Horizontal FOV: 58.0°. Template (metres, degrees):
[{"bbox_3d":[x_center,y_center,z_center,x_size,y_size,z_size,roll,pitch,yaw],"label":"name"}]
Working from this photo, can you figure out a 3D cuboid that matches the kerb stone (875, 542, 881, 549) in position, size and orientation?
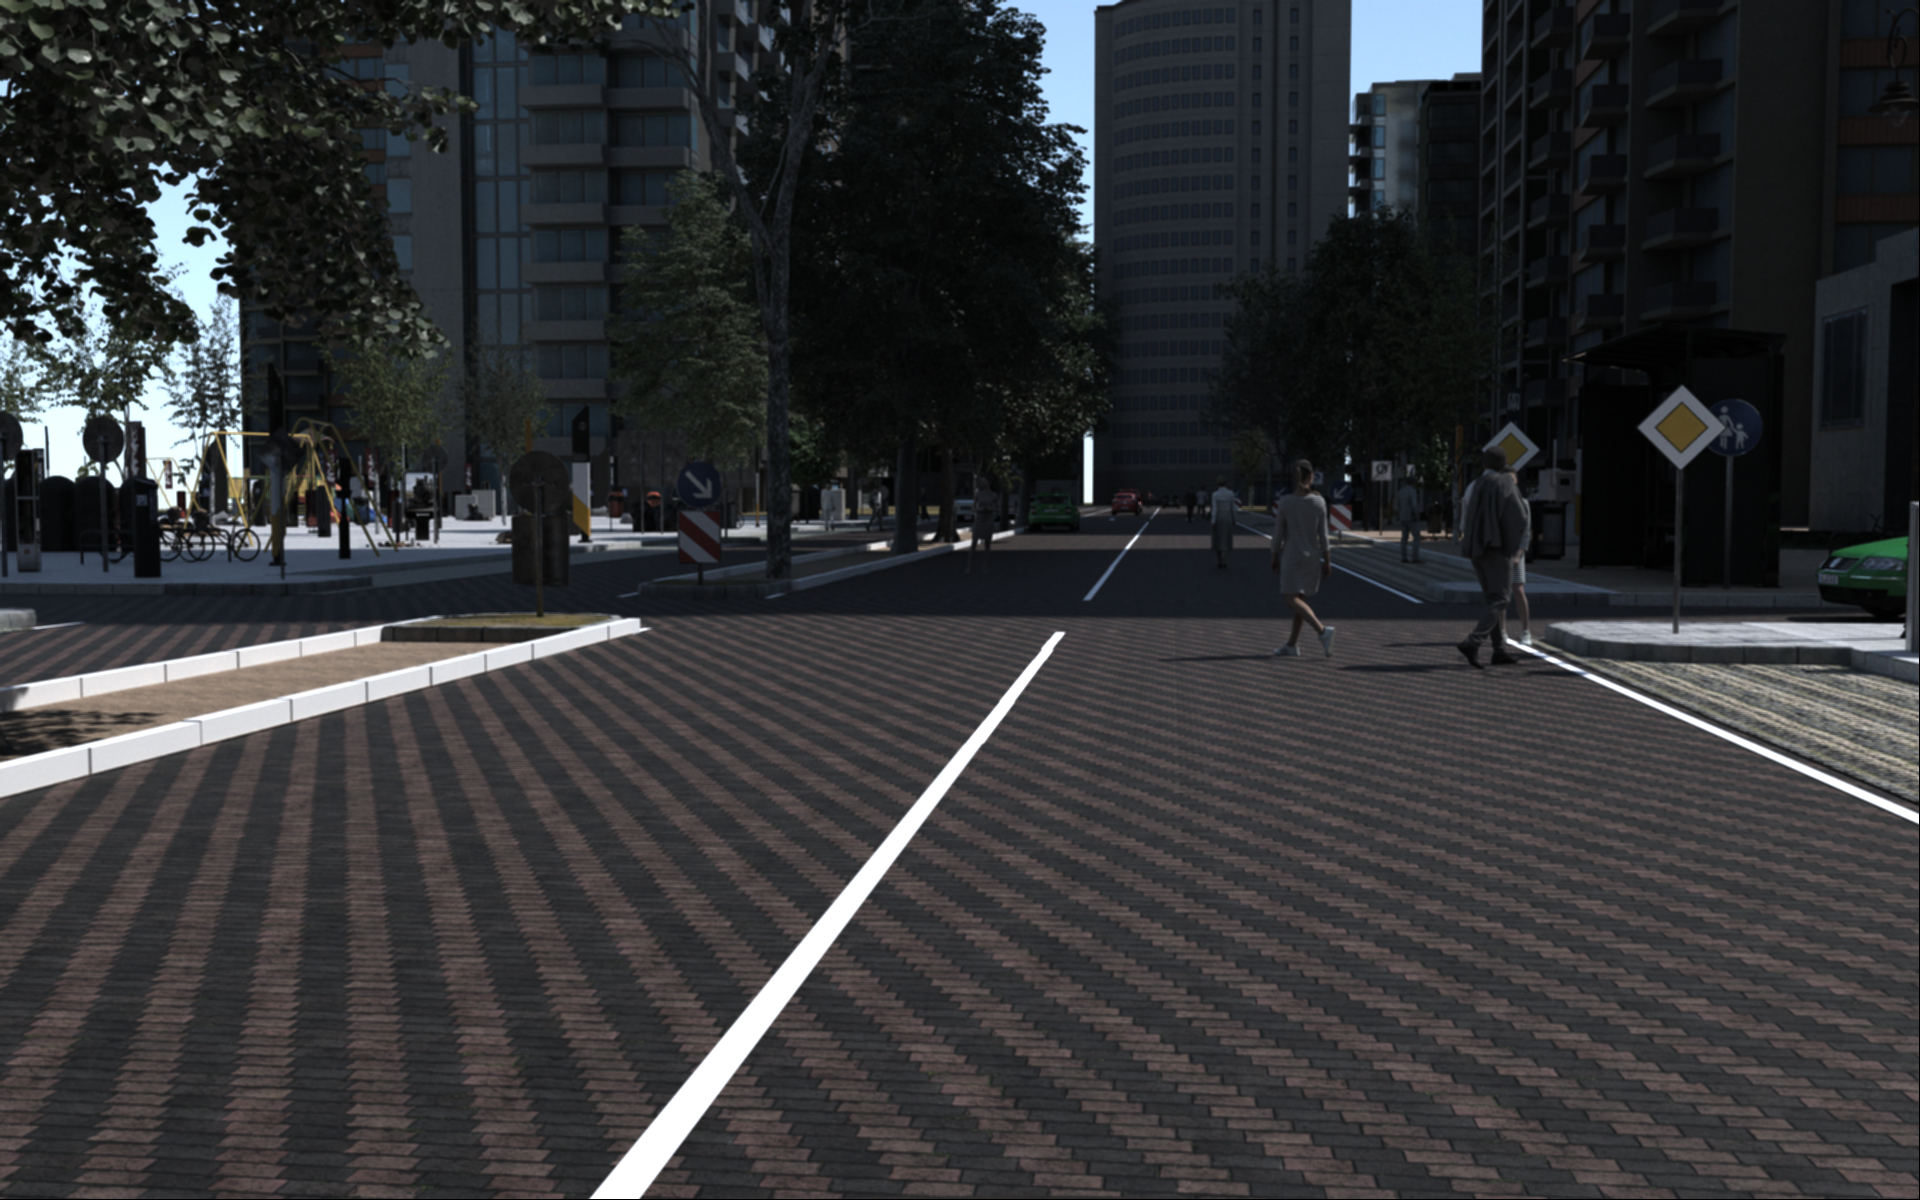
[{"bbox_3d":[-2.239,-1.376,44.697,0.120,0.150,1.000,0,4,7],"label":"kerb stone"}]

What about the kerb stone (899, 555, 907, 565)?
[{"bbox_3d":[-1.273,-0.793,35.275,0.120,0.150,1.000,0,4,7],"label":"kerb stone"}]

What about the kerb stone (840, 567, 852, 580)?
[{"bbox_3d":[-2.013,-0.427,29.176,0.120,0.150,1.000,0,4,7],"label":"kerb stone"}]

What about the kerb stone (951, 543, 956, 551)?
[{"bbox_3d":[-0.284,-1.298,43.411,0.120,0.150,1.000,0,4,7],"label":"kerb stone"}]

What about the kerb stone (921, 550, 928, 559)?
[{"bbox_3d":[-0.900,-0.983,38.327,0.120,0.150,1.000,0,4,7],"label":"kerb stone"}]

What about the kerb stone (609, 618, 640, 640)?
[{"bbox_3d":[-3.433,0.295,17.461,0.120,0.150,1.000,0,4,7],"label":"kerb stone"}]

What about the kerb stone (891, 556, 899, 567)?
[{"bbox_3d":[-1.395,-0.736,34.255,0.120,0.150,1.000,0,4,7],"label":"kerb stone"}]

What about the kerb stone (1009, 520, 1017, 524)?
[{"bbox_3d":[2.575,-3.800,84.361,0.120,0.150,1.000,0,4,7],"label":"kerb stone"}]

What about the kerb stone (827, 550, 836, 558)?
[{"bbox_3d":[-2.984,-0.997,38.588,0.120,0.150,1.000,0,4,7],"label":"kerb stone"}]

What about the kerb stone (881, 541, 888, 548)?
[{"bbox_3d":[-2.116,-1.438,45.712,0.120,0.150,1.000,0,4,7],"label":"kerb stone"}]

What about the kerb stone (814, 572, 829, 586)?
[{"bbox_3d":[-2.256,-0.303,27.144,0.120,0.150,1.000,0,4,7],"label":"kerb stone"}]

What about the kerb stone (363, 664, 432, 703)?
[{"bbox_3d":[-4.055,0.601,12.365,0.120,0.150,1.000,0,4,7],"label":"kerb stone"}]

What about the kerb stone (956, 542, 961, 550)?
[{"bbox_3d":[-0.156,-1.358,44.435,0.120,0.150,1.000,0,4,7],"label":"kerb stone"}]

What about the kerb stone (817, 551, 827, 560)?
[{"bbox_3d":[-3.105,-0.940,37.568,0.120,0.150,1.000,0,4,7],"label":"kerb stone"}]

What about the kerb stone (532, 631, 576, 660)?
[{"bbox_3d":[-3.671,0.418,15.417,0.120,0.150,1.000,0,4,7],"label":"kerb stone"}]

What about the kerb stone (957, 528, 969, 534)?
[{"bbox_3d":[0.104,-2.559,64.032,0.120,0.150,1.000,0,4,7],"label":"kerb stone"}]

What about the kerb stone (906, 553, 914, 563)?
[{"bbox_3d":[-1.152,-0.862,36.290,0.120,0.150,1.000,0,4,7],"label":"kerb stone"}]

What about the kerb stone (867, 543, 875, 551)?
[{"bbox_3d":[-2.360,-1.310,43.682,0.120,0.150,1.000,0,4,7],"label":"kerb stone"}]

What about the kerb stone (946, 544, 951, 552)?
[{"bbox_3d":[-0.400,-1.235,42.396,0.120,0.150,1.000,0,4,7],"label":"kerb stone"}]

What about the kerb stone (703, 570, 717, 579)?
[{"bbox_3d":[-4.215,-0.376,28.416,0.120,0.150,1.000,0,4,7],"label":"kerb stone"}]

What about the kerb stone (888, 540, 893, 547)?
[{"bbox_3d":[-1.994,-1.500,46.727,0.120,0.150,1.000,0,4,7],"label":"kerb stone"}]

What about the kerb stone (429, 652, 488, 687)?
[{"bbox_3d":[-3.926,0.539,13.385,0.120,0.150,1.000,0,4,7],"label":"kerb stone"}]

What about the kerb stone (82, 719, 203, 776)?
[{"bbox_3d":[-4.416,0.796,9.311,0.120,0.150,1.000,0,4,7],"label":"kerb stone"}]

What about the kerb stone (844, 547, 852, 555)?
[{"bbox_3d":[-2.738,-1.127,40.629,0.120,0.150,1.000,0,4,7],"label":"kerb stone"}]

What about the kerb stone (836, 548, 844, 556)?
[{"bbox_3d":[-2.860,-1.065,39.609,0.120,0.150,1.000,0,4,7],"label":"kerb stone"}]

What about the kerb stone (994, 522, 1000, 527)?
[{"bbox_3d":[1.716,-3.364,77.242,0.120,0.150,1.000,0,4,7],"label":"kerb stone"}]

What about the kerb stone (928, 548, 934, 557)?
[{"bbox_3d":[-0.778,-1.047,39.346,0.120,0.150,1.000,0,4,7],"label":"kerb stone"}]

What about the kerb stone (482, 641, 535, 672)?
[{"bbox_3d":[-3.801,0.477,14.403,0.120,0.150,1.000,0,4,7],"label":"kerb stone"}]

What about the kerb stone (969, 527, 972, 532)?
[{"bbox_3d":[0.232,-2.621,65.046,0.120,0.150,1.000,0,4,7],"label":"kerb stone"}]

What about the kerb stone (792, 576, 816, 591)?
[{"bbox_3d":[-2.378,-0.240,26.123,0.120,0.150,1.000,0,4,7],"label":"kerb stone"}]

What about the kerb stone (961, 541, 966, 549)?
[{"bbox_3d":[-0.036,-1.422,45.453,0.120,0.150,1.000,0,4,7],"label":"kerb stone"}]

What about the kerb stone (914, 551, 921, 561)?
[{"bbox_3d":[-1.016,-0.924,37.303,0.120,0.150,1.000,0,4,7],"label":"kerb stone"}]

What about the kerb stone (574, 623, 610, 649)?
[{"bbox_3d":[-3.561,0.355,16.436,0.120,0.150,1.000,0,4,7],"label":"kerb stone"}]

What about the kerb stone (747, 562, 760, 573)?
[{"bbox_3d":[-3.849,-0.567,31.464,0.120,0.150,1.000,0,4,7],"label":"kerb stone"}]

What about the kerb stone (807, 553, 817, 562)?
[{"bbox_3d":[-3.233,-0.875,36.546,0.120,0.150,1.000,0,4,7],"label":"kerb stone"}]

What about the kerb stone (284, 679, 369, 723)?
[{"bbox_3d":[-4.179,0.664,11.346,0.120,0.150,1.000,0,4,7],"label":"kerb stone"}]

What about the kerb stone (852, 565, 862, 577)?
[{"bbox_3d":[-1.896,-0.489,30.191,0.120,0.150,1.000,0,4,7],"label":"kerb stone"}]

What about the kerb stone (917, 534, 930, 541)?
[{"bbox_3d":[-1.128,-1.927,53.855,0.120,0.150,1.000,0,4,7],"label":"kerb stone"}]

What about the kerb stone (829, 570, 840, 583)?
[{"bbox_3d":[-2.138,-0.358,28.160,0.120,0.150,1.000,0,4,7],"label":"kerb stone"}]

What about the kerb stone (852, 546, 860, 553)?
[{"bbox_3d":[-2.612,-1.186,41.650,0.120,0.150,1.000,0,4,7],"label":"kerb stone"}]

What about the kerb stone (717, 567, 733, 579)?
[{"bbox_3d":[-4.089,-0.441,29.434,0.120,0.150,1.000,0,4,7],"label":"kerb stone"}]

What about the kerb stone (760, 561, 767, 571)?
[{"bbox_3d":[-3.724,-0.629,32.486,0.120,0.150,1.000,0,4,7],"label":"kerb stone"}]

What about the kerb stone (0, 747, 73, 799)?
[{"bbox_3d":[-4.540,0.854,8.296,0.120,0.150,1.000,0,4,7],"label":"kerb stone"}]

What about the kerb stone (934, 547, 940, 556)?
[{"bbox_3d":[-0.654,-1.106,40.365,0.120,0.150,1.000,0,4,7],"label":"kerb stone"}]

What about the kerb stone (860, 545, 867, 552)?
[{"bbox_3d":[-2.487,-1.245,42.665,0.120,0.150,1.000,0,4,7],"label":"kerb stone"}]

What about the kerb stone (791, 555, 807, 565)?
[{"bbox_3d":[-3.359,-0.814,35.531,0.120,0.150,1.000,0,4,7],"label":"kerb stone"}]

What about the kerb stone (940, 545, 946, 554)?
[{"bbox_3d":[-0.527,-1.172,41.379,0.120,0.150,1.000,0,4,7],"label":"kerb stone"}]

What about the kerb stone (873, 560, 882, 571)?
[{"bbox_3d":[-1.646,-0.613,32.220,0.120,0.150,1.000,0,4,7],"label":"kerb stone"}]

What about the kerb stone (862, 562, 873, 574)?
[{"bbox_3d":[-1.758,-0.551,31.204,0.120,0.150,1.000,0,4,7],"label":"kerb stone"}]

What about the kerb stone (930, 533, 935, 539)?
[{"bbox_3d":[-1.005,-1.999,54.874,0.120,0.150,1.000,0,4,7],"label":"kerb stone"}]

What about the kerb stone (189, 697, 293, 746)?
[{"bbox_3d":[-4.301,0.727,10.326,0.120,0.150,1.000,0,4,7],"label":"kerb stone"}]

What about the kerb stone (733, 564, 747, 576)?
[{"bbox_3d":[-3.976,-0.505,30.449,0.120,0.150,1.000,0,4,7],"label":"kerb stone"}]

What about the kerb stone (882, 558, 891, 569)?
[{"bbox_3d":[-1.513,-0.675,33.234,0.120,0.150,1.000,0,4,7],"label":"kerb stone"}]
